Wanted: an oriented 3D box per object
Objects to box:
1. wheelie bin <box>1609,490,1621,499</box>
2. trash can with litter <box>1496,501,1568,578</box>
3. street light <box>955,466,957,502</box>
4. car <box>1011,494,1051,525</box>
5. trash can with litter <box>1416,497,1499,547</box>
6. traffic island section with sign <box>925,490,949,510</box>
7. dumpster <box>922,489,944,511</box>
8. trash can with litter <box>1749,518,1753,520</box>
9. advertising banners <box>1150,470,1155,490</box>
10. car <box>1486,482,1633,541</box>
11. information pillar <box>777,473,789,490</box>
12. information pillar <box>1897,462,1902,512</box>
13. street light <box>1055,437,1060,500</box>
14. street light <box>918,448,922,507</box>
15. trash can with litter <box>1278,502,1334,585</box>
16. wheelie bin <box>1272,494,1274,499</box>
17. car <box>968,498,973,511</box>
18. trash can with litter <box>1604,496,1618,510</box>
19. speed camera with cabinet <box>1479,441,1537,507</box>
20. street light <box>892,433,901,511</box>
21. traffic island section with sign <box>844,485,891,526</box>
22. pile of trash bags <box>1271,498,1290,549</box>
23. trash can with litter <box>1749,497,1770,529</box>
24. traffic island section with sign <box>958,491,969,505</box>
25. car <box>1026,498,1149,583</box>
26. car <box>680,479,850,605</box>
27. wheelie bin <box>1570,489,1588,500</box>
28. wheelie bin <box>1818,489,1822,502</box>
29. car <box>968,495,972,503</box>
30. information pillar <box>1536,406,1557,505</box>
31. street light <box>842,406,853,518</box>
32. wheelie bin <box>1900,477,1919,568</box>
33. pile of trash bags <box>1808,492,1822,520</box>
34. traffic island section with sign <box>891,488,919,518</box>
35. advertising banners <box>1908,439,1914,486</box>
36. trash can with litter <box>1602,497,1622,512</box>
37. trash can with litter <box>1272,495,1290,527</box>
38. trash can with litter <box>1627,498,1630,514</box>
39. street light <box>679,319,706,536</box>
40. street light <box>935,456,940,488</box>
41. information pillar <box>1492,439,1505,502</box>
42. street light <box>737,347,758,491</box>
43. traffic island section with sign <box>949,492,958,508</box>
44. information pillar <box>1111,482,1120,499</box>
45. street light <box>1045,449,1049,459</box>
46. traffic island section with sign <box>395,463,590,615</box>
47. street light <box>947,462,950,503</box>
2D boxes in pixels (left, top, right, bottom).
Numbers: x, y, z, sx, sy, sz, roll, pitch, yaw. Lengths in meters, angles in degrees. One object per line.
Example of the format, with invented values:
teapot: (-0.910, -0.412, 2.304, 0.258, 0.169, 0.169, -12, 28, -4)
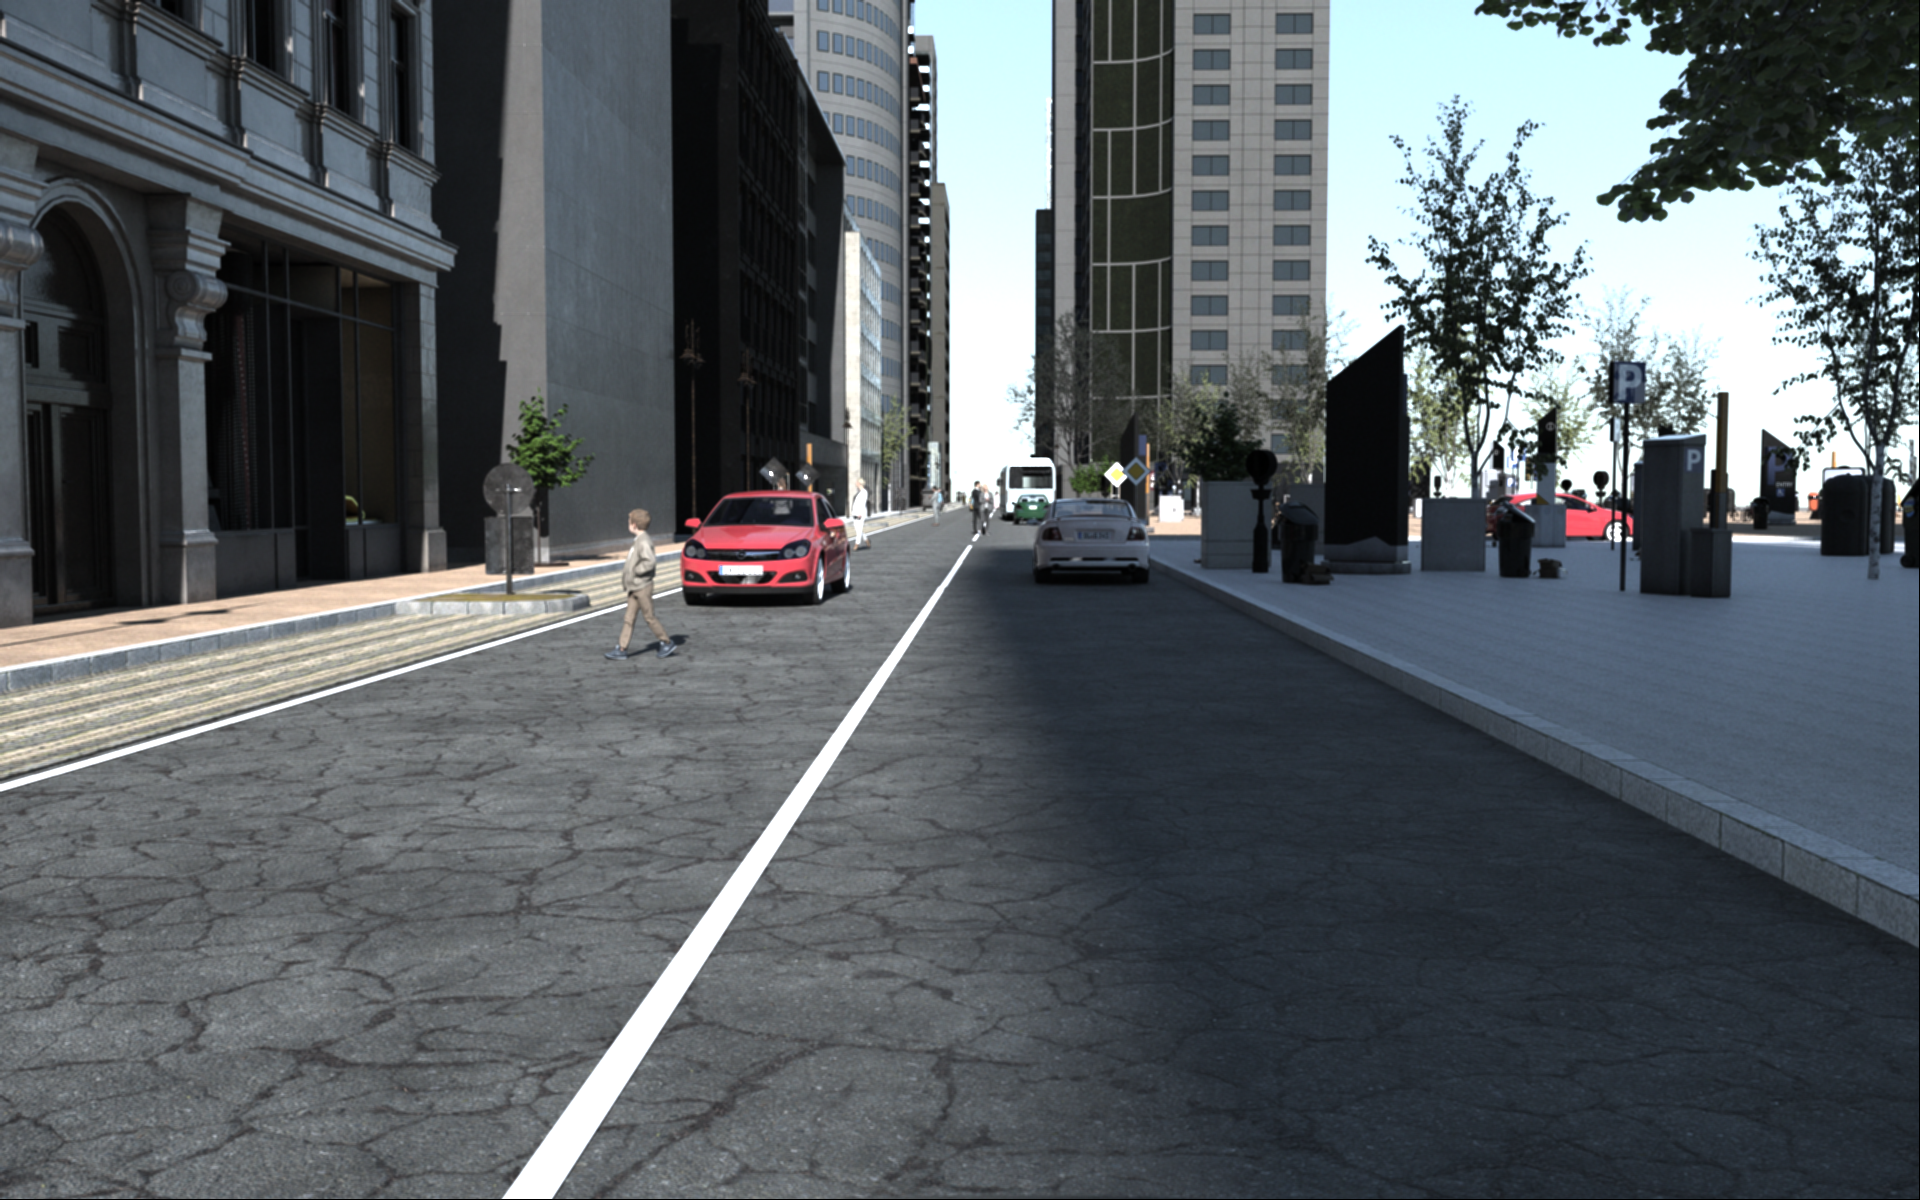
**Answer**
wheelie bin: (46.026, -6.957, 121.651, 0.693, 1.594, 0.980, 3, 5, 45)
trash can with litter: (8.809, -0.935, 26.675, 1.055, 1.170, 0.624, 2, 4, 27)
street light: (-0.731, -19.293, 288.231, 0.468, 5.910, 1.993, 0, 4, 1)
car: (3.471, -4.323, 82.471, 2.131, 1.459, 4.920, 0, 4, 2)
trash can with litter: (12.287, -1.893, 42.007, 2.233, 1.210, 1.678, 1, 4, 21)
traffic island section with sign: (-2.214, -8.878, 153.789, 1.989, 1.847, 2.006, 0, 4, 1)
dumpster: (-2.289, -8.405, 145.641, 1.865, 1.857, 1.264, 0, 4, 3)
trash can with litter: (40.496, -4.683, 87.622, 2.233, 1.210, 1.678, -2, 4, -26)
advertising banners: (14.954, -8.045, 127.720, 2.074, 3.025, 0.090, 1, 4, 17)
car: (17.522, -2.533, 50.452, 4.494, 1.783, 2.155, 0, 4, 1)
information pillar: (-6.281, -3.492, 61.581, 0.304, 2.012, 0.304, 3, 5, 45)
information pillar: (67.662, -8.153, 124.657, 0.183, 3.616, 0.504, 3, 5, 44)
street light: (7.374, -9.734, 131.930, 0.468, 5.910, 1.993, 0, 4, 1)
street light: (-3.856, -11.969, 168.479, 0.468, 5.910, 1.993, 0, 4, 1)
trash can with litter: (5.022, -0.825, 24.874, 0.624, 1.170, 1.055, -1, 4, -20)
wheelie bin: (21.503, -6.896, 120.652, 0.693, 1.594, 0.980, 1, 4, 15)
car: (1.655, -8.223, 144.673, 2.015, 1.641, 3.980, 0, 4, 0)
trash can with litter: (21.740, -2.790, 56.666, 2.233, 1.210, 1.678, 2, 4, 26)
speed camera with cabinet: (20.666, -4.338, 65.269, 2.038, 3.252, 0.660, 0, 4, 6)
street light: (-4.736, -9.700, 131.389, 0.468, 5.910, 1.993, 0, 4, 1)
traffic island section with sign: (-4.222, -4.182, 76.997, 1.989, 1.847, 2.006, 0, 4, 1)
pile of trash bags: (7.534, -1.843, 39.888, 3.447, 1.369, 1.912, 0, 4, 3)
trash can with litter: (29.159, -3.165, 63.135, 0.624, 1.170, 1.055, 2, 4, 30)
traffic island section with sign: (-0.050, -13.952, 236.748, 1.989, 1.847, 2.006, 0, 4, 1)
car: (2.171, -1.039, 29.344, 2.083, 1.381, 4.827, 0, 4, 2)
car: (-2.600, -0.899, 23.741, 2.155, 1.783, 4.494, 0, 4, 3)
wheelie bin: (42.625, -6.792, 118.951, 0.980, 1.594, 0.693, 0, 4, -2)
wheelie bin: (55.731, -6.348, 111.691, 0.693, 1.594, 0.980, -2, 4, -31)
car: (2.079, -12.668, 219.122, 2.014, 1.417, 4.499, 0, 4, 2)
information pillar: (15.569, -3.339, 45.943, 0.504, 3.616, 0.183, 2, 4, 27)
street light: (-5.934, -7.261, 91.497, 0.468, 5.910, 1.993, 0, 4, 1)
wheelie bin: (16.833, -1.355, 30.059, 0.980, 1.594, 0.693, -2, 4, -29)
pile of trash bags: (43.500, -4.712, 86.785, 3.447, 1.369, 1.912, -3, 4, -37)
traffic island section with sign: (-3.501, -5.858, 104.404, 1.989, 1.847, 2.006, 0, 4, 1)
advertising banners: (30.722, -3.631, 55.560, 2.074, 3.025, 0.090, -3, 5, -44)
trash can with litter: (26.699, -3.631, 70.758, 0.624, 1.170, 1.055, 3, 5, 40)
trash can with litter: (11.636, -3.455, 67.550, 2.233, 1.210, 1.678, 0, 4, -3)
trash can with litter: (25.096, -3.216, 63.966, 1.055, 1.170, 0.624, -3, 5, -41)
street light: (-7.050, -4.467, 45.815, 0.468, 5.910, 1.993, 0, 4, 1)
street light: (-2.670, -14.780, 214.445, 0.468, 5.910, 1.993, 0, 4, 1)
information pillar: (22.958, -5.050, 73.920, 0.504, 3.616, 0.183, 2, 4, 34)
street light: (-6.706, -5.016, 54.798, 0.468, 5.910, 1.993, 0, 4, 1)
traffic island section with sign: (-1.506, -10.526, 180.735, 1.989, 1.847, 2.006, 0, 4, 1)
information pillar: (5.626, -3.554, 62.592, 0.304, 2.012, 0.304, 0, 4, 7)
street light: (8.439, -11.984, 168.730, 0.468, 5.910, 1.993, 0, 4, 1)
traffic island section with sign: (-5.680, -0.781, 21.396, 1.989, 1.847, 2.006, 0, 4, 1)
street light: (-1.669, -17.049, 251.537, 0.468, 5.910, 1.993, 0, 4, 1)
